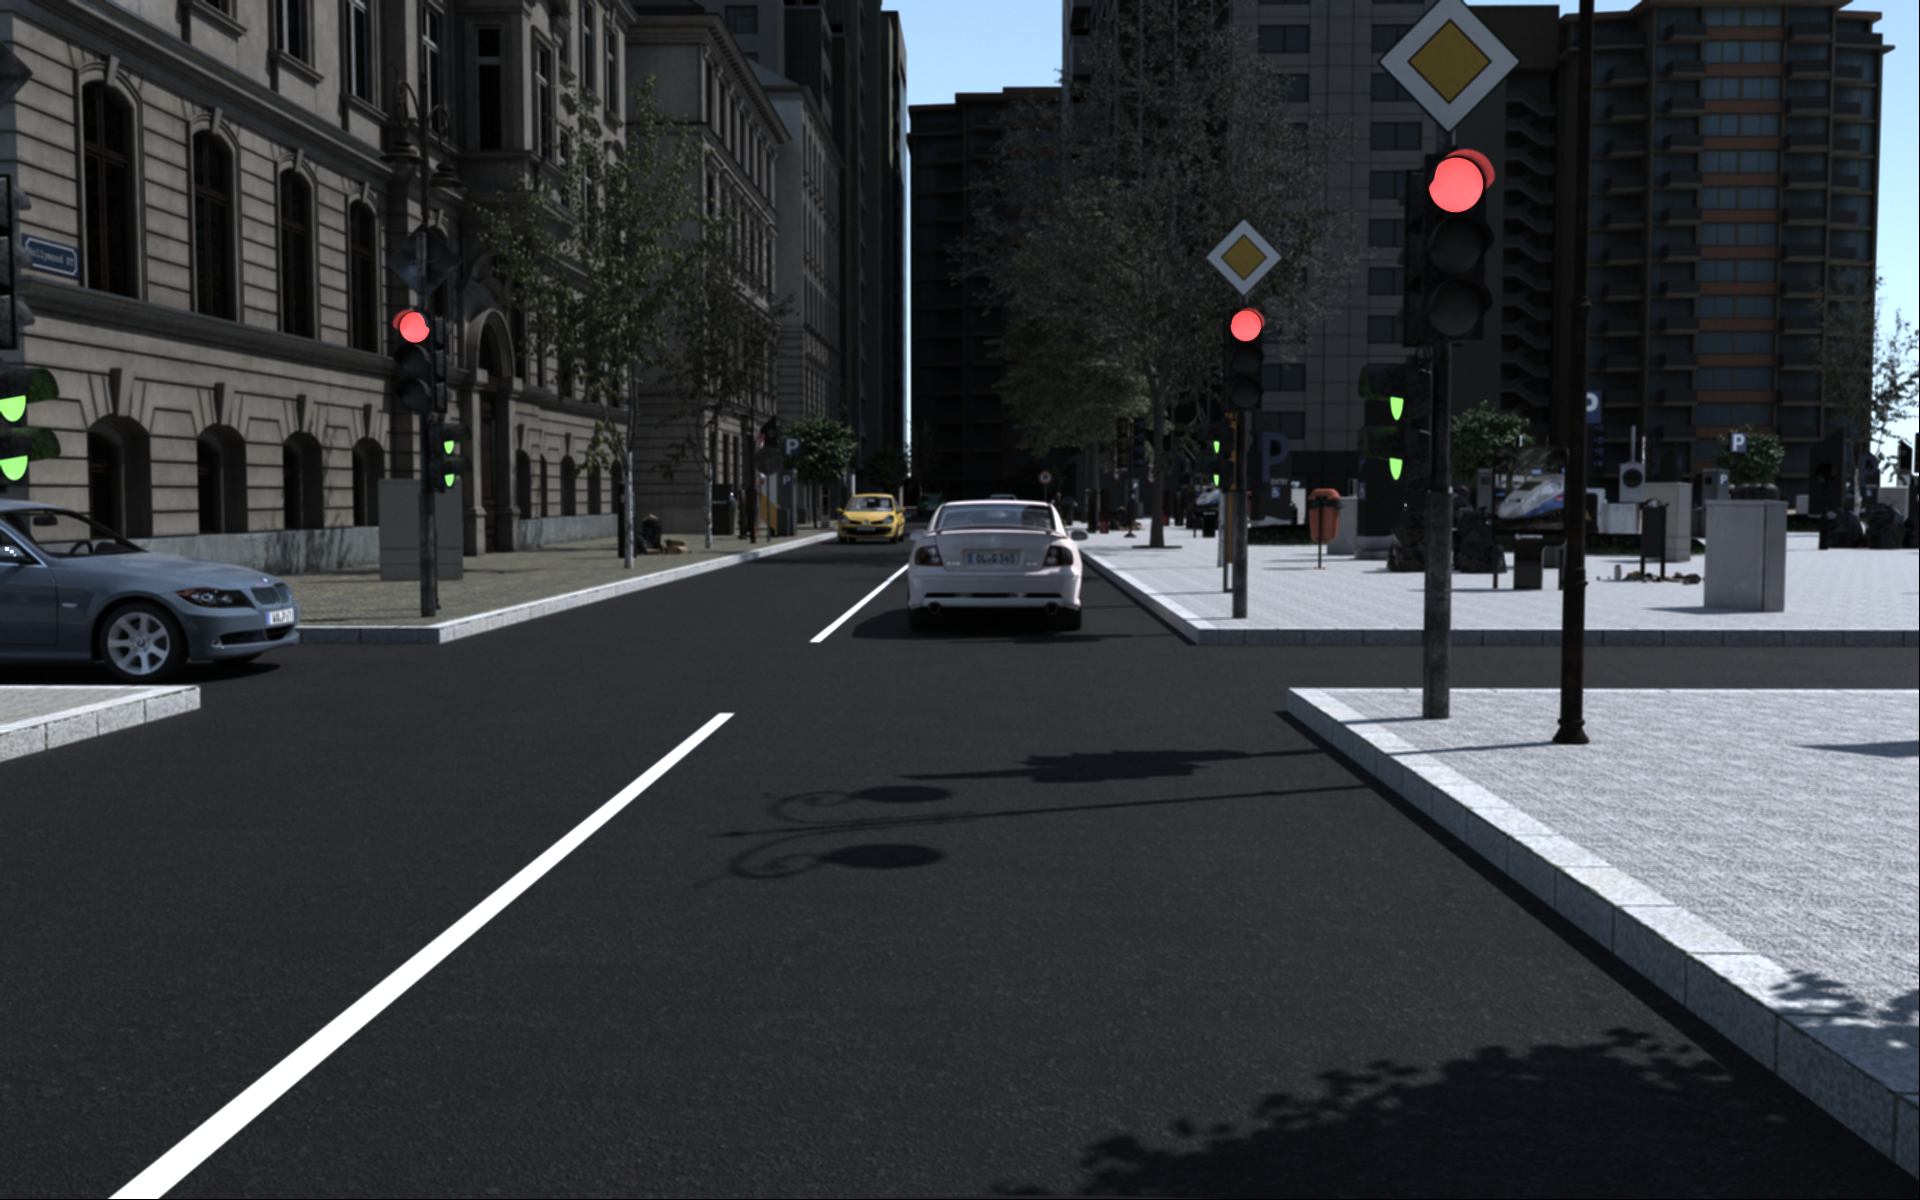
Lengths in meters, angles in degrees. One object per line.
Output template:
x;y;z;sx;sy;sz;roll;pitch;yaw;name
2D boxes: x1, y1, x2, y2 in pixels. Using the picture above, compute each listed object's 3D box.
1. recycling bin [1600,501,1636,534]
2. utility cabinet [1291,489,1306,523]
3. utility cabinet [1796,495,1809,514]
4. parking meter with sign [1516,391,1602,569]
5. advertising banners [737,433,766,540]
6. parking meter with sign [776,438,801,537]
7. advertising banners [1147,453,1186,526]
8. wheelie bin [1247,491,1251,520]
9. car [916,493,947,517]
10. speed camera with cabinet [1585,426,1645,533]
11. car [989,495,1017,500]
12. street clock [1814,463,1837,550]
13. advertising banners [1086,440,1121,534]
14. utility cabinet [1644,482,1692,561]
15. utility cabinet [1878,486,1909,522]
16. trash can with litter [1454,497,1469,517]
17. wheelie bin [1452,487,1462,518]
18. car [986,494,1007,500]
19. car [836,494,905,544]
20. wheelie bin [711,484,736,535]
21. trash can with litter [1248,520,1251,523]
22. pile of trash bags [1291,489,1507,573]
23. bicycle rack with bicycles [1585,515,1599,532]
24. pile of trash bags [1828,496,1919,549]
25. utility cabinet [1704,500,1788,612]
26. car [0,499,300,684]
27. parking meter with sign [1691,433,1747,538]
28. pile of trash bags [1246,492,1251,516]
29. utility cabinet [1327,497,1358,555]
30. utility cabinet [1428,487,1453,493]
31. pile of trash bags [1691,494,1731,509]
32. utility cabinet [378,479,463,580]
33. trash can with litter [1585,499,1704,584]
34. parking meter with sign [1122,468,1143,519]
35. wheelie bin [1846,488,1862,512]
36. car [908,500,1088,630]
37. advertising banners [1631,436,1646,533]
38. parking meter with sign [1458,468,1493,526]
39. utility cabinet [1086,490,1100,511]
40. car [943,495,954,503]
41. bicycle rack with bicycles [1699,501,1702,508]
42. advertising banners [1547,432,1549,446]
17.970;-2.126;47.317;0.722;1.027;0.722;0;4;0;recycling bin
13.756;-3.820;71.131;0.318;1.500;1.173;3;5;40;utility cabinet
40.452;-4.375;82.700;0.306;1.237;1.020;-2;4;-29;utility cabinet
10.321;-2.070;30.107;0.543;3.016;1.738;-1;4;-18;parking meter with sign
-5.892;-3.243;49.214;0.090;3.025;2.074;1;4;15;advertising banners
-5.256;-3.463;52.876;0.543;3.016;1.738;0;4;5;parking meter with sign
8.294;-4.512;69.952;0.090;3.025;2.074;-3;5;-44;advertising banners
14.534;-4.714;84.983;0.693;1.594;0.980;-2;4;-28;wheelie bin
-1.829;-6.269;111.294;1.959;1.807;4.718;0;4;1;car
18.753;-3.418;50.215;2.038;3.252;0.660;1;4;19;speed camera with cabinet
2.126;-4.497;85.520;2.014;1.417;4.499;0;4;2;car
19.930;-2.162;39.921;0.471;2.002;0.358;2;4;25;street clock
4.700;-3.689;56.509;0.090;3.025;2.074;-2;4;-28;advertising banners
13.479;-1.487;32.984;0.318;1.500;1.173;0;4;-8;utility cabinet
27.360;-2.570;50.691;0.318;1.500;1.173;-1;4;-9;utility cabinet
20.186;-3.558;69.555;0.624;1.170;1.055;0;4;8;trash can with litter
23.403;-4.546;82.241;0.693;1.594;0.980;-1;4;-15;wheelie bin
2.940;-7.516;131.675;1.959;1.807;4.718;0;4;0;car
-2.579;-2.489;50.923;2.015;1.641;3.980;0;4;2;car
-7.433;-2.831;54.187;0.980;1.594;0.693;1;4;15;wheelie bin
12.697;-3.965;75.882;2.233;1.210;1.678;1;4;20;trash can with litter
7.536;-1.194;29.267;3.447;1.369;1.912;2;4;26;pile of trash bags
14.976;-1.902;44.482;2.925;0.926;2.852;0;4;-5;bicycle rack with bicycles
22.498;-1.924;41.208;3.447;1.369;1.912;-1;4;-17;pile of trash bags
8.730;-0.495;19.263;0.306;1.237;1.020;-1;4;-13;utility cabinet
-7.660;-0.117;13.917;4.499;1.417;2.014;0;4;2;car
21.931;-3.302;50.250;0.543;3.016;1.738;-1;4;-17;parking meter with sign
12.093;-3.349;64.508;3.447;1.369;1.912;2;4;31;pile of trash bags
8.303;-1.558;36.632;1.020;1.237;0.306;2;4;25;utility cabinet
13.571;-2.521;49.894;1.173;1.500;0.318;3;4;38;utility cabinet
23.626;-2.804;55.603;3.447;1.369;1.912;-2;4;-35;pile of trash bags
-8.004;-1.041;25.707;1.173;1.500;0.318;-1;4;-20;utility cabinet
10.288;-0.874;25.354;1.678;1.210;2.233;-1;4;-12;trash can with litter
8.848;-5.691;89.308;0.543;3.016;1.738;-2;4;-29;parking meter with sign
43.417;-4.668;84.227;0.693;1.594;0.980;3;5;41;wheelie bin
0.429;-0.449;19.704;2.083;1.381;4.827;0;4;2;car
20.257;-3.398;51.745;0.090;3.025;2.074;2;4;32;advertising banners
15.743;-3.378;51.494;1.738;3.016;0.543;2;4;26;parking meter with sign
6.646;-4.710;85.689;1.173;1.500;0.318;0;4;-4;utility cabinet
-1.463;-7.700;138.483;1.945;1.354;3.894;0;4;2;car
38.705;-4.546;87.710;2.852;0.926;2.925;2;4;33;bicycle rack with bicycles
16.790;-3.268;49.622;0.090;3.025;2.074;1;4;17;advertising banners
